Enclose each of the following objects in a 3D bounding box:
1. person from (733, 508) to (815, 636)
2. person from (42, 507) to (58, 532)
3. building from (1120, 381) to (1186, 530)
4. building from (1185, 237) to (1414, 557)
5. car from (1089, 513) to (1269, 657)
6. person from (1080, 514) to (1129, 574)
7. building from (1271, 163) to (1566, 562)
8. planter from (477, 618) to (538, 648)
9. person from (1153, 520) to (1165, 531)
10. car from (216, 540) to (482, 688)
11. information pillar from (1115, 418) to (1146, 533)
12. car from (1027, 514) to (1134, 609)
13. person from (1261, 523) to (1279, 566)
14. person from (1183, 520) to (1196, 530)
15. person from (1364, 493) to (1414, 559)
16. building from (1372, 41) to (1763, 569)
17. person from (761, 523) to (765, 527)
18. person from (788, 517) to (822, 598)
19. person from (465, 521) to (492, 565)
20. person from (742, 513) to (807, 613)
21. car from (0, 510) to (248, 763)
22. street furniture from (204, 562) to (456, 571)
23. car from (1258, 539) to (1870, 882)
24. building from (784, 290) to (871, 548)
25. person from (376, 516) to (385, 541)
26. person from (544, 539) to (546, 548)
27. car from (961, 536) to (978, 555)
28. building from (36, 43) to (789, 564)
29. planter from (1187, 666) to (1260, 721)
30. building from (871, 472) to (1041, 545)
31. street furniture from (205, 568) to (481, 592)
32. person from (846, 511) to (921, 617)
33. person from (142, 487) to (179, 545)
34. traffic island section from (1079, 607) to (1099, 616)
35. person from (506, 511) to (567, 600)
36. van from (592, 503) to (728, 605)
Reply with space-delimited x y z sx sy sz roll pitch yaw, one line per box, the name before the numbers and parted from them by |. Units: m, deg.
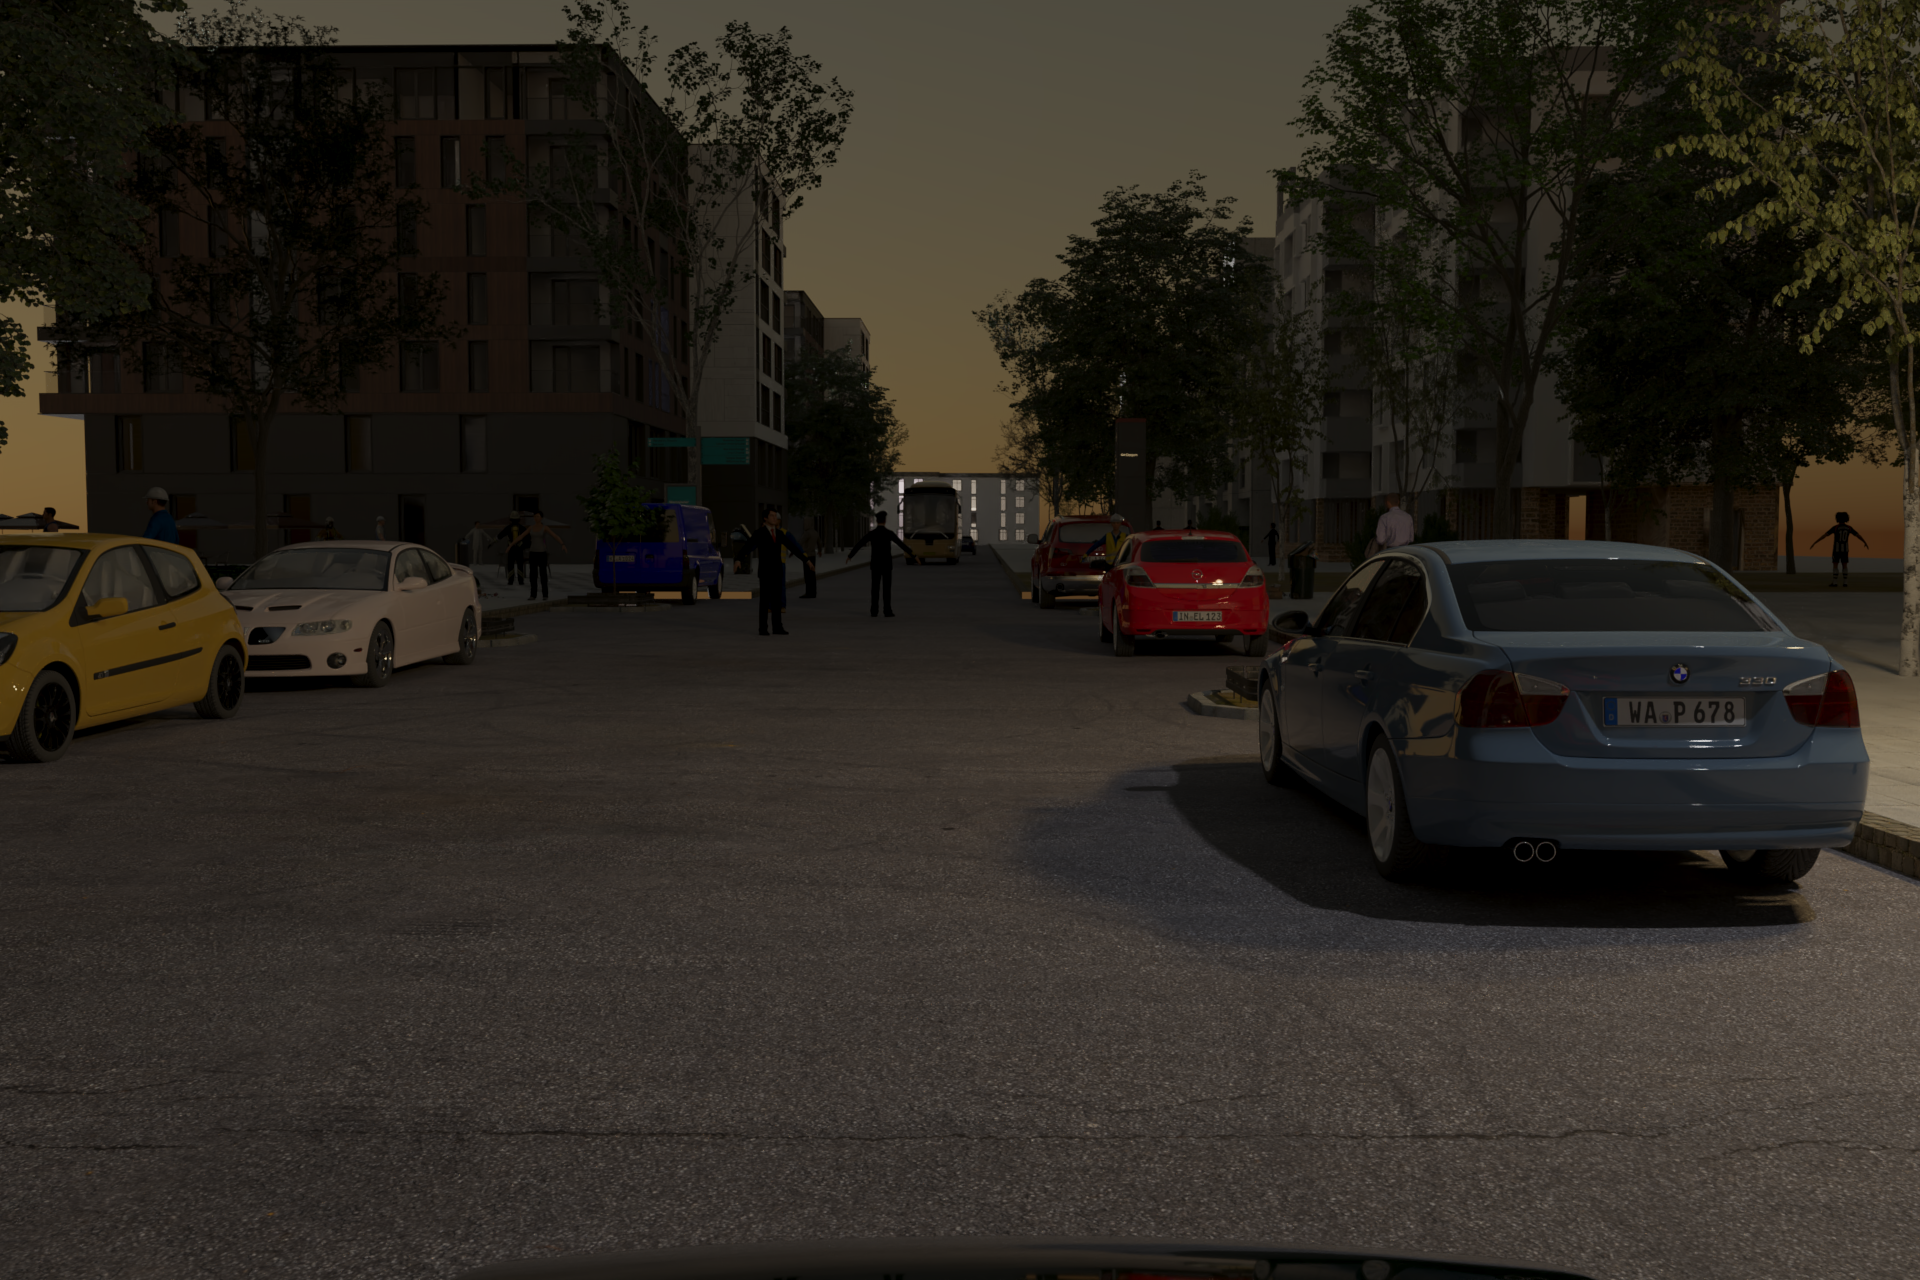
person | -2.673 -0.975 24.578 1.347 1.806 0.705 -3 5 -39
person | -17.822 -1.696 33.892 0.704 1.807 1.345 -2 4 -31
building | 26.050 -19.015 177.356 16.747 18.905 31.486 0 4 1
building | 24.792 -15.009 111.857 16.747 18.905 31.486 0 4 1
car | 2.717 -0.773 21.673 2.155 1.783 4.494 0 4 1
person | 2.637 -1.249 29.335 1.216 1.772 0.721 0 4 7
building | 21.700 -14.317 90.508 16.016 20.090 11.380 0 4 1
planter | -6.664 -0.098 22.745 1.991 0.319 1.994 0 4 1
person | 7.645 -3.712 66.836 1.346 1.812 0.704 -1 4 -10
car | -6.294 -0.323 17.645 2.083 1.381 4.827 0 4 0
information pillar | 3.838 -3.039 39.060 0.750 3.857 0.750 0 4 0
car | 2.516 -1.591 34.689 2.281 1.827 5.304 0 4 0
person | 12.572 -3.876 70.086 1.216 1.740 0.721 -3 5 -45
person | 8.235 -3.415 62.062 1.346 1.802 0.704 1 4 14
person | 5.809 -1.074 23.467 0.709 1.838 0.599 -1 4 -18
building | 22.878 -13.247 73.002 16.016 20.090 11.380 0 4 1
person | -8.771 -4.352 77.427 0.705 1.796 1.348 0 4 2
person | -3.387 -1.839 38.649 0.705 1.813 1.348 2 4 25
person | -19.707 -3.952 70.808 1.347 1.806 0.705 -3 5 -39
person | -3.361 -1.411 31.489 1.349 1.833 0.705 1 4 14
car | -6.523 -0.113 12.069 2.015 1.641 3.980 0 4 1
street furniture | -18.672 -1.856 45.965 10.072 0.657 5.734 0 4 2
car | 2.610 0.219 8.428 2.014 1.417 4.499 0 4 0
building | -23.362 -19.440 161.826 27.936 21.610 32.646 0 4 1
person | -18.239 -2.984 54.638 0.705 1.847 1.347 -2 4 -23
person | -15.944 -3.496 66.418 0.599 1.433 0.991 -1 4 -15
car | 0.254 -6.527 119.298 1.945 1.354 3.894 0 4 1
building | -24.755 -14.991 89.079 27.936 21.610 32.646 0 4 1
planter | 2.898 0.428 14.144 1.991 0.319 1.994 0 4 0
building | -3.145 -17.700 233.993 28.070 9.664 9.099 0 4 -4
street furniture | -16.079 -1.407 38.639 10.072 0.657 5.734 0 4 -5
person | -1.354 -1.321 29.990 1.347 1.837 0.705 1 4 12
person | -9.635 -0.911 20.782 0.705 1.842 1.347 0 4 -3
traffic island section | 3.146 -0.498 31.008 1.991 0.108 1.994 0 4 1
person | -8.174 -1.630 33.467 1.217 1.737 0.721 0 4 5
van | -6.258 -1.974 36.662 2.240 2.365 5.245 0 4 1
